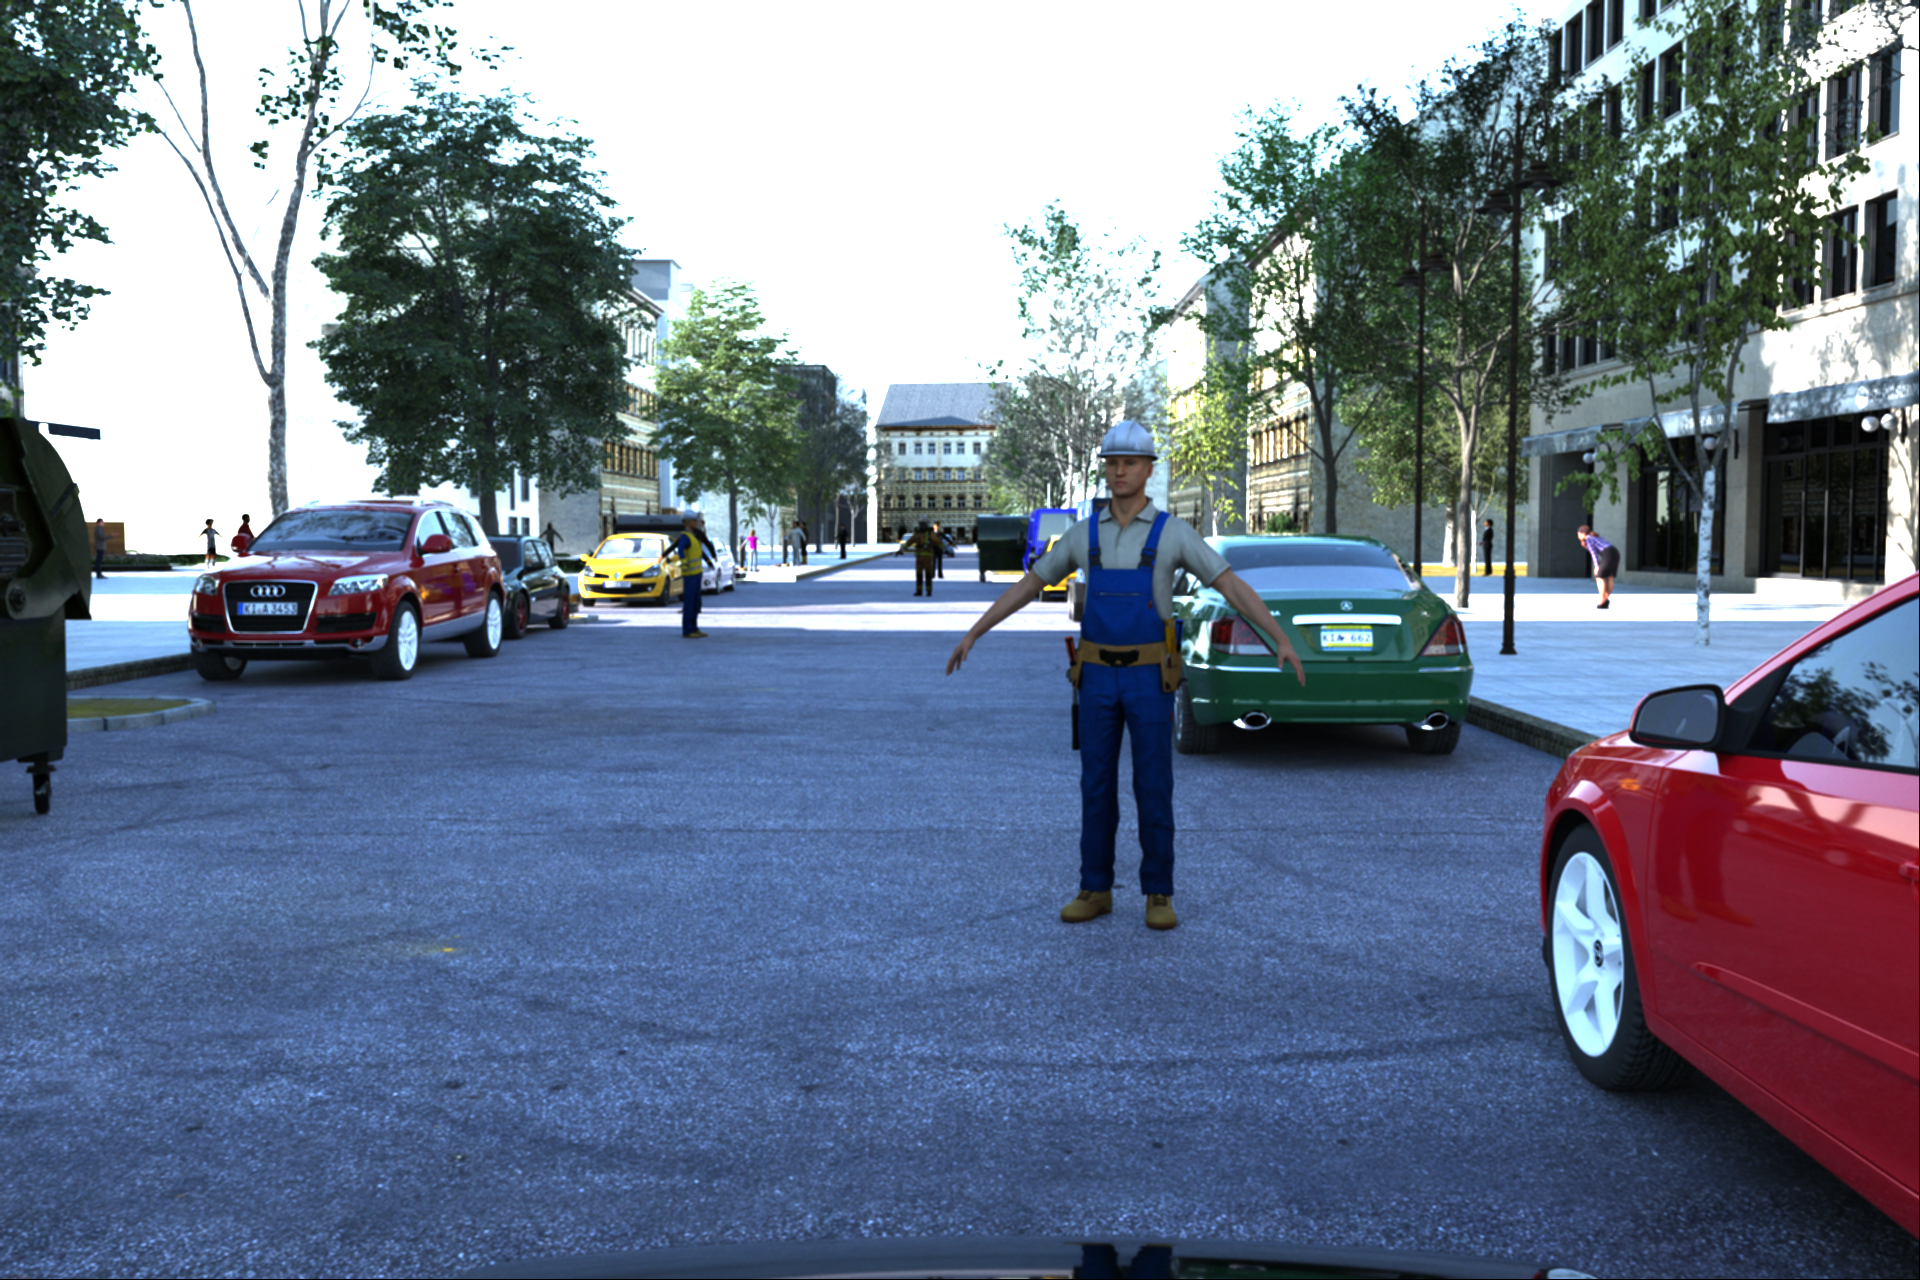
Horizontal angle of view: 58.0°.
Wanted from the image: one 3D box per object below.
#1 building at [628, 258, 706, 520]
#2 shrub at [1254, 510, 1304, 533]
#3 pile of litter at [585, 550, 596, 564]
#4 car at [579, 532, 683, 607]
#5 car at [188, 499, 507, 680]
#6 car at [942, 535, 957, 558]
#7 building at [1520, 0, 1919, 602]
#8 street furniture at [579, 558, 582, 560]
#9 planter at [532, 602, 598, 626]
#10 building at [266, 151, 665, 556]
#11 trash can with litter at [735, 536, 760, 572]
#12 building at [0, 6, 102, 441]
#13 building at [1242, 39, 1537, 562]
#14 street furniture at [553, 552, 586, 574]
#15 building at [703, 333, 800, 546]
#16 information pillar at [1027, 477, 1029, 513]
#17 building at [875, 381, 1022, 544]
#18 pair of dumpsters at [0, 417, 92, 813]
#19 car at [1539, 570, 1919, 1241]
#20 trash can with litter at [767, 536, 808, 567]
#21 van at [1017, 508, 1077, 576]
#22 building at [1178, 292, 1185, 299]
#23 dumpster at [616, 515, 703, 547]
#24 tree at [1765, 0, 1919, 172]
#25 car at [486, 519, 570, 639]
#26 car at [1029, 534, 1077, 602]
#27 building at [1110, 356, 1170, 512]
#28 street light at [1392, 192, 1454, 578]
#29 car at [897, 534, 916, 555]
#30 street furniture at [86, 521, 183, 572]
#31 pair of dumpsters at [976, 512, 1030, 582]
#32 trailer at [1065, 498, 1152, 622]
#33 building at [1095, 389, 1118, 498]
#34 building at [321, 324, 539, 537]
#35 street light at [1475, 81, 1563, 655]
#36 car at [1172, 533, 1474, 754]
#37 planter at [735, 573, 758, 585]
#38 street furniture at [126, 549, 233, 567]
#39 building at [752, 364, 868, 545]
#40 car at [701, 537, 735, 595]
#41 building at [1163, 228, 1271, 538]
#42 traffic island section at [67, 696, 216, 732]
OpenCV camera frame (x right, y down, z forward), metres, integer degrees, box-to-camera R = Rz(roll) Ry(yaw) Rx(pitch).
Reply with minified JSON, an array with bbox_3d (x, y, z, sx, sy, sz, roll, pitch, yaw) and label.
[{"bbox_3d":[-24.571,-16.129,120.129,16.016,20.090,11.380,0,4,0],"label":"building"},{"bbox_3d":[10.688,-3.287,57.790,1.661,2.075,1.752,0,3,0],"label":"shrub"},{"bbox_3d":[-10.153,-2.146,49.058,1.176,0.858,1.719,0,3,0],"label":"pile of litter"},{"bbox_3d":[-6.615,-1.543,35.452,2.015,1.641,3.980,0,4,1],"label":"car"},{"bbox_3d":[-6.417,-0.610,18.651,2.281,1.827,5.304,0,4,0],"label":"car"},{"bbox_3d":[-1.216,-5.810,106.997,2.014,1.417,4.499,0,4,-1],"label":"car"},{"bbox_3d":[26.292,-14.057,32.000,24.374,26.755,37.873,0,3,0],"label":"building"},{"bbox_3d":[-14.201,-3.117,66.591,5.734,0.657,10.072,-1,4,-12],"label":"street furniture"},{"bbox_3d":[-6.970,-0.427,28.121,1.991,0.319,1.994,0,3,0],"label":"planter"},{"bbox_3d":[-29.697,-16.939,107.877,19.493,23.208,18.063,0,4,1],"label":"building"},{"bbox_3d":[-7.436,-3.012,60.308,1.678,1.210,2.233,0,4,-1],"label":"trash can with litter"},{"bbox_3d":[-31.976,-18.180,43.360,12.429,33.558,17.177,0,4,0],"label":"building"},{"bbox_3d":[25.162,-15.632,86.513,19.493,23.208,18.063,0,4,1],"label":"building"},{"bbox_3d":[-16.922,-2.510,56.665,10.072,0.657,5.734,-1,4,-17],"label":"street furniture"},{"bbox_3d":[-28.033,-21.944,189.709,19.493,23.208,18.063,0,3,0],"label":"building"},{"bbox_3d":[2.822,-4.924,71.854,0.183,3.616,0.504,0,4,1],"label":"information pillar"},{"bbox_3d":[-1.281,-25.393,248.561,18.063,23.208,19.493,1,4,10],"label":"building"},{"bbox_3d":[-6.704,-0.203,8.274,4.436,2.255,1.574,0,4,0],"label":"pair of dumpsters"},{"bbox_3d":[2.495,0.358,3.195,2.155,1.783,4.494,0,4,1],"label":"car"},{"bbox_3d":[-6.737,-3.491,68.141,1.678,1.210,2.233,0,4,1],"label":"trash can with litter"},{"bbox_3d":[2.606,-2.392,43.493,2.240,2.365,5.245,0,4,-1],"label":"van"},{"bbox_3d":[22.106,-17.115,136.255,16.016,20.090,11.380,0,3,0],"label":"building"},{"bbox_3d":[-6.704,-1.863,38.682,1.865,1.857,1.264,0,3,0],"label":"dumpster"},{"bbox_3d":[8.796,-6.181,11.430,12.009,13.543,11.850,0,3,0],"label":"tree"},{"bbox_3d":[-6.813,-0.920,24.826,2.009,1.686,4.222,0,4,0],"label":"car"},{"bbox_3d":[2.523,-1.690,37.859,2.015,1.641,3.980,0,4,0],"label":"car"},{"bbox_3d":[26.432,-21.908,189.120,19.493,23.208,18.063,0,4,1],"label":"building"},{"bbox_3d":[6.351,-3.127,23.915,0.468,5.910,1.993,0,4,0],"label":"street light"},{"bbox_3d":[-3.314,-6.670,119.278,2.015,1.641,3.980,0,3,0],"label":"car"},{"bbox_3d":[-30.593,-3.274,60.386,11.010,1.723,9.812,-2,4,-28],"label":"street furniture"},{"bbox_3d":[2.691,-2.863,51.758,4.436,2.255,1.574,0,3,0],"label":"pair of dumpsters"},{"bbox_3d":[2.516,-1.361,29.298,1.471,1.999,3.904,0,4,-1],"label":"trailer"},{"bbox_3d":[22.542,-22.379,222.323,16.016,20.090,11.380,0,4,0],"label":"building"},{"bbox_3d":[-24.699,-8.629,83.236,9.099,9.664,28.070,0,4,0],"label":"building"},{"bbox_3d":[5.854,-2.785,18.316,0.468,5.910,1.993,0,4,1],"label":"street light"},{"bbox_3d":[2.332,-0.056,12.712,2.131,1.459,4.920,0,4,0],"label":"car"},{"bbox_3d":[-6.887,-1.768,50.049,1.991,0.319,1.994,0,3,0],"label":"planter"},{"bbox_3d":[-33.348,-3.422,71.570,5.734,0.657,10.072,-1,4,-8],"label":"street furniture"},{"bbox_3d":[-26.667,-23.268,224.405,27.936,21.610,32.646,0,3,0],"label":"building"},{"bbox_3d":[-6.610,-1.834,42.350,2.083,1.381,4.827,0,4,0],"label":"car"},{"bbox_3d":[23.823,-17.198,112.121,19.493,23.208,18.063,0,4,0],"label":"building"},{"bbox_3d":[-6.963,0.578,13.415,1.991,0.108,1.994,0,4,0],"label":"traffic island section"}]
